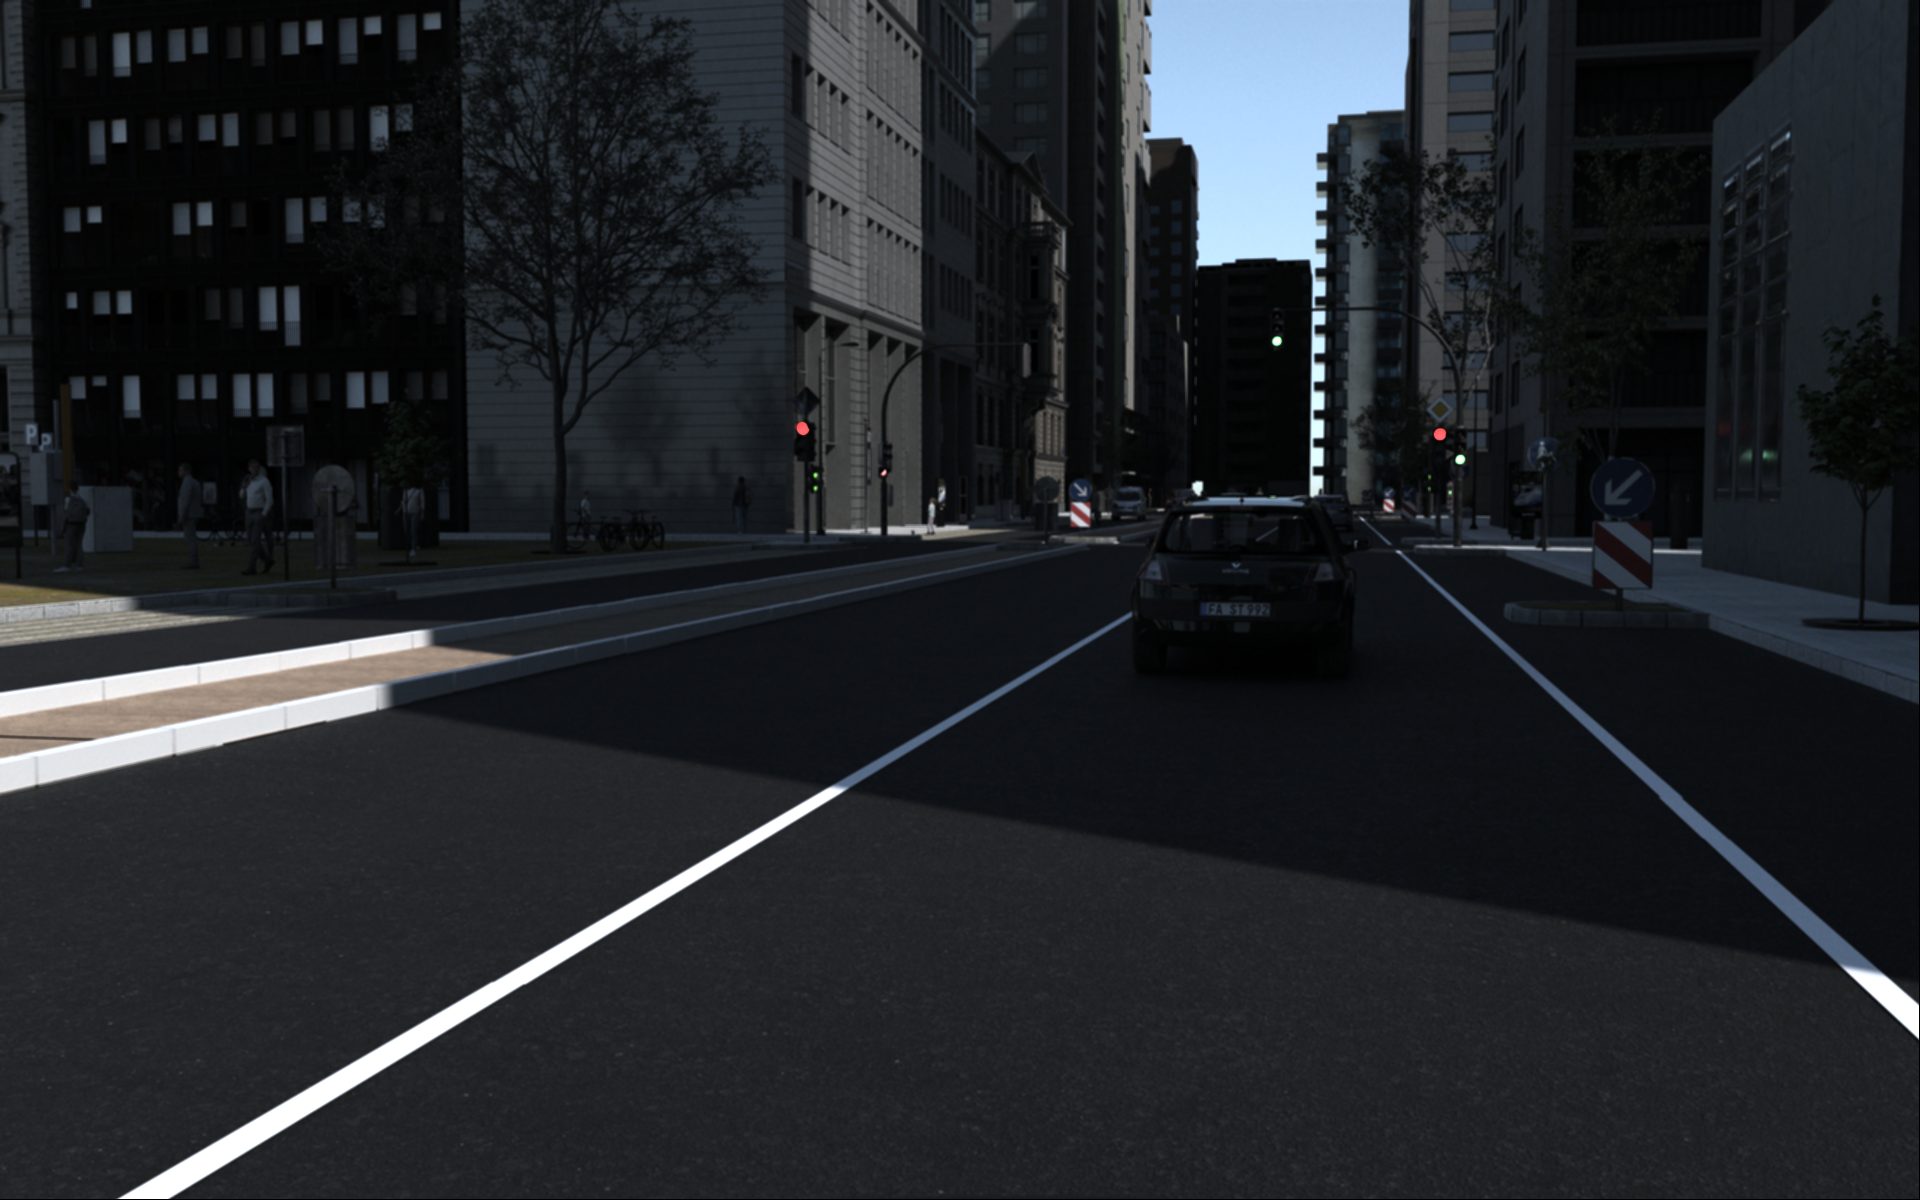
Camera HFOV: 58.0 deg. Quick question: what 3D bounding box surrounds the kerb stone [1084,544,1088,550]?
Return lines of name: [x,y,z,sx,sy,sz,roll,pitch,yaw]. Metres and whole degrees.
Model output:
kerb stone: [3.115,-1.336,44.042,0.120,0.150,1.000,1,4,12]

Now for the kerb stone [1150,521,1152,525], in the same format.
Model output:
kerb stone: [8.547,-3.481,79.119,0.120,0.150,1.000,1,4,12]

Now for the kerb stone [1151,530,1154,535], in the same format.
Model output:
kerb stone: [6.485,-2.289,59.625,0.120,0.150,1.000,1,4,12]

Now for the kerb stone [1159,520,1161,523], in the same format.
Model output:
kerb stone: [9.423,-3.727,83.127,0.120,0.150,1.000,1,4,12]

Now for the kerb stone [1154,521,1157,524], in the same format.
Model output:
kerb stone: [8.981,-3.602,81.124,0.120,0.150,1.000,1,4,12]

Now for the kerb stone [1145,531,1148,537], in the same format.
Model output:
kerb stone: [6.060,-2.167,57.625,0.120,0.150,1.000,1,4,12]

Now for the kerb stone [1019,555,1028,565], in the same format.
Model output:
kerb stone: [1.172,-0.786,35.042,0.120,0.150,1.000,1,4,12]

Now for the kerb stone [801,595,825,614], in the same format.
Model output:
kerb stone: [-1.866,0.080,21.017,0.120,0.150,1.000,1,4,12]

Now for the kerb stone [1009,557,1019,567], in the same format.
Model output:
kerb stone: [0.958,-0.720,34.042,0.120,0.150,1.000,1,4,12]

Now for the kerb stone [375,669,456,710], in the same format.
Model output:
kerb stone: [-3.810,0.624,11.995,0.120,0.150,1.000,1,4,12]

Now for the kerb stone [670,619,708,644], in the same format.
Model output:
kerb stone: [-2.729,0.318,17.004,0.120,0.150,1.000,1,4,12]

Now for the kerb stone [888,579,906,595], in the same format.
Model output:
kerb stone: [-0.991,-0.173,25.025,0.120,0.150,1.000,1,4,12]

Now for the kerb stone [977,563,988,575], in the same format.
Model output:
kerb stone: [0.301,-0.538,31.031,0.120,0.150,1.000,1,4,12]

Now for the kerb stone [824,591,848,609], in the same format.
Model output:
kerb stone: [-1.648,0.011,22.014,0.120,0.150,1.000,1,4,12]

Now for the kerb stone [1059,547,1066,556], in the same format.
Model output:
kerb stone: [2.251,-1.092,40.043,0.120,0.150,1.000,1,4,12]

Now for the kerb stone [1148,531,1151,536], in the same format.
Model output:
kerb stone: [6.277,-2.226,58.624,0.120,0.150,1.000,1,4,12]

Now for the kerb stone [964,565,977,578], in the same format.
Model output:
kerb stone: [0.086,-0.479,30.023,0.120,0.150,1.000,1,4,12]

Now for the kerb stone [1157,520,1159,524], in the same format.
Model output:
kerb stone: [9.203,-3.663,82.127,0.120,0.150,1.000,1,4,12]

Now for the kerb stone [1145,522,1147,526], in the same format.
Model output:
kerb stone: [8.114,-3.358,77.119,0.120,0.150,1.000,1,4,12]

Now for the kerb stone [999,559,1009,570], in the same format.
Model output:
kerb stone: [0.738,-0.664,33.044,0.120,0.150,1.000,1,4,12]

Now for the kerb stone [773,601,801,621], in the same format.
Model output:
kerb stone: [-2.077,0.133,20.016,0.120,0.150,1.000,1,4,12]

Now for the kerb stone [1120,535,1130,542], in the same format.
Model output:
kerb stone: [4.977,-1.857,52.627,0.120,0.150,1.000,1,4,12]

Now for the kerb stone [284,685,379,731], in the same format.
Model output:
kerb stone: [-4.028,0.686,10.987,0.120,0.150,1.000,1,4,12]

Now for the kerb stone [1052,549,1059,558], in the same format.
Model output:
kerb stone: [2.032,-1.031,39.045,0.120,0.150,1.000,1,4,12]

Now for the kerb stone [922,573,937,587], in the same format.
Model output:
kerb stone: [-0.571,-0.295,27.025,0.120,0.150,1.000,1,4,12]

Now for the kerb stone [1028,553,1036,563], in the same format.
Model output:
kerb stone: [1.384,-0.847,36.048,0.120,0.150,1.000,1,4,12]

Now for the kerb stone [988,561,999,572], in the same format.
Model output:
kerb stone: [0.517,-0.602,32.032,0.120,0.150,1.000,1,4,12]

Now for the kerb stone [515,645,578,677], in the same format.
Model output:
kerb stone: [-3.381,0.502,14.002,0.120,0.150,1.000,1,4,12]

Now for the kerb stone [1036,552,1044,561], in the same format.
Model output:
kerb stone: [1.605,-0.908,37.046,0.120,0.150,1.000,1,4,12]

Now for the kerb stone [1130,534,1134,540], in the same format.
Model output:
kerb stone: [5.191,-1.920,53.626,0.120,0.150,1.000,1,4,12]

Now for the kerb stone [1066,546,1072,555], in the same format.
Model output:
kerb stone: [2.469,-1.153,41.042,0.120,0.150,1.000,1,4,12]

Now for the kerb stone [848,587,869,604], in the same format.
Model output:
kerb stone: [-1.435,-0.050,23.022,0.120,0.150,1.000,1,4,12]

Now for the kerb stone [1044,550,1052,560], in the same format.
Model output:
kerb stone: [1.818,-0.969,38.046,0.120,0.150,1.000,1,4,12]

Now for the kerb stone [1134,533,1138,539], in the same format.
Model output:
kerb stone: [5.409,-1.984,54.626,0.120,0.150,1.000,1,4,12]

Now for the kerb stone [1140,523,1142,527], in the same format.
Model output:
kerb stone: [7.682,-3.237,75.121,0.120,0.150,1.000,1,4,12]

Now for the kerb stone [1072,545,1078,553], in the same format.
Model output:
kerb stone: [2.681,-1.213,42.042,0.120,0.150,1.000,1,4,12]

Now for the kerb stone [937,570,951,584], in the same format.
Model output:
kerb stone: [-0.353,-0.356,28.024,0.120,0.150,1.000,1,4,12]

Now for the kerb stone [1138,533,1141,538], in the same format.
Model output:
kerb stone: [5.624,-2.039,55.626,0.120,0.150,1.000,1,4,12]

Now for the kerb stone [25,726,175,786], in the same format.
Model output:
kerb stone: [-4.468,0.808,8.984,0.120,0.150,1.000,1,4,12]

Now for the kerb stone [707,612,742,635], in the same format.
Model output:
kerb stone: [-2.515,0.256,18.006,0.120,0.150,1.000,1,4,12]

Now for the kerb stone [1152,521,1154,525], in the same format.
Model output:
kerb stone: [8.767,-3.543,80.117,0.120,0.150,1.000,1,4,12]

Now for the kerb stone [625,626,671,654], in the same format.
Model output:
kerb stone: [-2.936,0.379,15.999,0.120,0.150,1.000,1,4,12]

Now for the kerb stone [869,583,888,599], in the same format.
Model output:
kerb stone: [-1.214,-0.111,24.020,0.120,0.150,1.000,1,4,12]

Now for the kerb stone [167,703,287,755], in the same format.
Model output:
kerb stone: [-4.248,0.747,9.988,0.120,0.150,1.000,1,4,12]

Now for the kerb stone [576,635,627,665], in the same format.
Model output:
kerb stone: [-3.164,0.440,15.003,0.120,0.150,1.000,1,4,12]

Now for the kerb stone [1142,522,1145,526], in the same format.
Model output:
kerb stone: [7.903,-3.297,76.119,0.120,0.150,1.000,1,4,12]

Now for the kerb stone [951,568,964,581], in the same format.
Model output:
kerb stone: [-0.131,-0.415,29.024,0.120,0.150,1.000,1,4,12]

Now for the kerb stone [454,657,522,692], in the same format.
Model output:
kerb stone: [-3.594,0.566,13.002,0.120,0.150,1.000,1,4,12]

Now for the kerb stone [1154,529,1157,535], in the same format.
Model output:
kerb stone: [6.704,-2.350,60.624,0.120,0.150,1.000,1,4,12]

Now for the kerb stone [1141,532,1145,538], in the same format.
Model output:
kerb stone: [5.841,-2.105,56.625,0.120,0.150,1.000,1,4,12]

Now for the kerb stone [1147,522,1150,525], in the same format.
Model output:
kerb stone: [8.330,-3.418,78.119,0.120,0.150,1.000,1,4,12]

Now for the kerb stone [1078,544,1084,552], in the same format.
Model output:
kerb stone: [2.898,-1.275,43.040,0.120,0.150,1.000,1,4,12]

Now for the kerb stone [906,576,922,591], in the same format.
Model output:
kerb stone: [-0.784,-0.234,26.026,0.120,0.150,1.000,1,4,12]

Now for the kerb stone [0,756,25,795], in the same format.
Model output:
kerb stone: [-4.684,0.869,7.985,0.120,0.150,1.000,1,4,12]

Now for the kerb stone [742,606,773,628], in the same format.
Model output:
kerb stone: [-2.301,0.194,19.019,0.120,0.150,1.000,1,4,12]
